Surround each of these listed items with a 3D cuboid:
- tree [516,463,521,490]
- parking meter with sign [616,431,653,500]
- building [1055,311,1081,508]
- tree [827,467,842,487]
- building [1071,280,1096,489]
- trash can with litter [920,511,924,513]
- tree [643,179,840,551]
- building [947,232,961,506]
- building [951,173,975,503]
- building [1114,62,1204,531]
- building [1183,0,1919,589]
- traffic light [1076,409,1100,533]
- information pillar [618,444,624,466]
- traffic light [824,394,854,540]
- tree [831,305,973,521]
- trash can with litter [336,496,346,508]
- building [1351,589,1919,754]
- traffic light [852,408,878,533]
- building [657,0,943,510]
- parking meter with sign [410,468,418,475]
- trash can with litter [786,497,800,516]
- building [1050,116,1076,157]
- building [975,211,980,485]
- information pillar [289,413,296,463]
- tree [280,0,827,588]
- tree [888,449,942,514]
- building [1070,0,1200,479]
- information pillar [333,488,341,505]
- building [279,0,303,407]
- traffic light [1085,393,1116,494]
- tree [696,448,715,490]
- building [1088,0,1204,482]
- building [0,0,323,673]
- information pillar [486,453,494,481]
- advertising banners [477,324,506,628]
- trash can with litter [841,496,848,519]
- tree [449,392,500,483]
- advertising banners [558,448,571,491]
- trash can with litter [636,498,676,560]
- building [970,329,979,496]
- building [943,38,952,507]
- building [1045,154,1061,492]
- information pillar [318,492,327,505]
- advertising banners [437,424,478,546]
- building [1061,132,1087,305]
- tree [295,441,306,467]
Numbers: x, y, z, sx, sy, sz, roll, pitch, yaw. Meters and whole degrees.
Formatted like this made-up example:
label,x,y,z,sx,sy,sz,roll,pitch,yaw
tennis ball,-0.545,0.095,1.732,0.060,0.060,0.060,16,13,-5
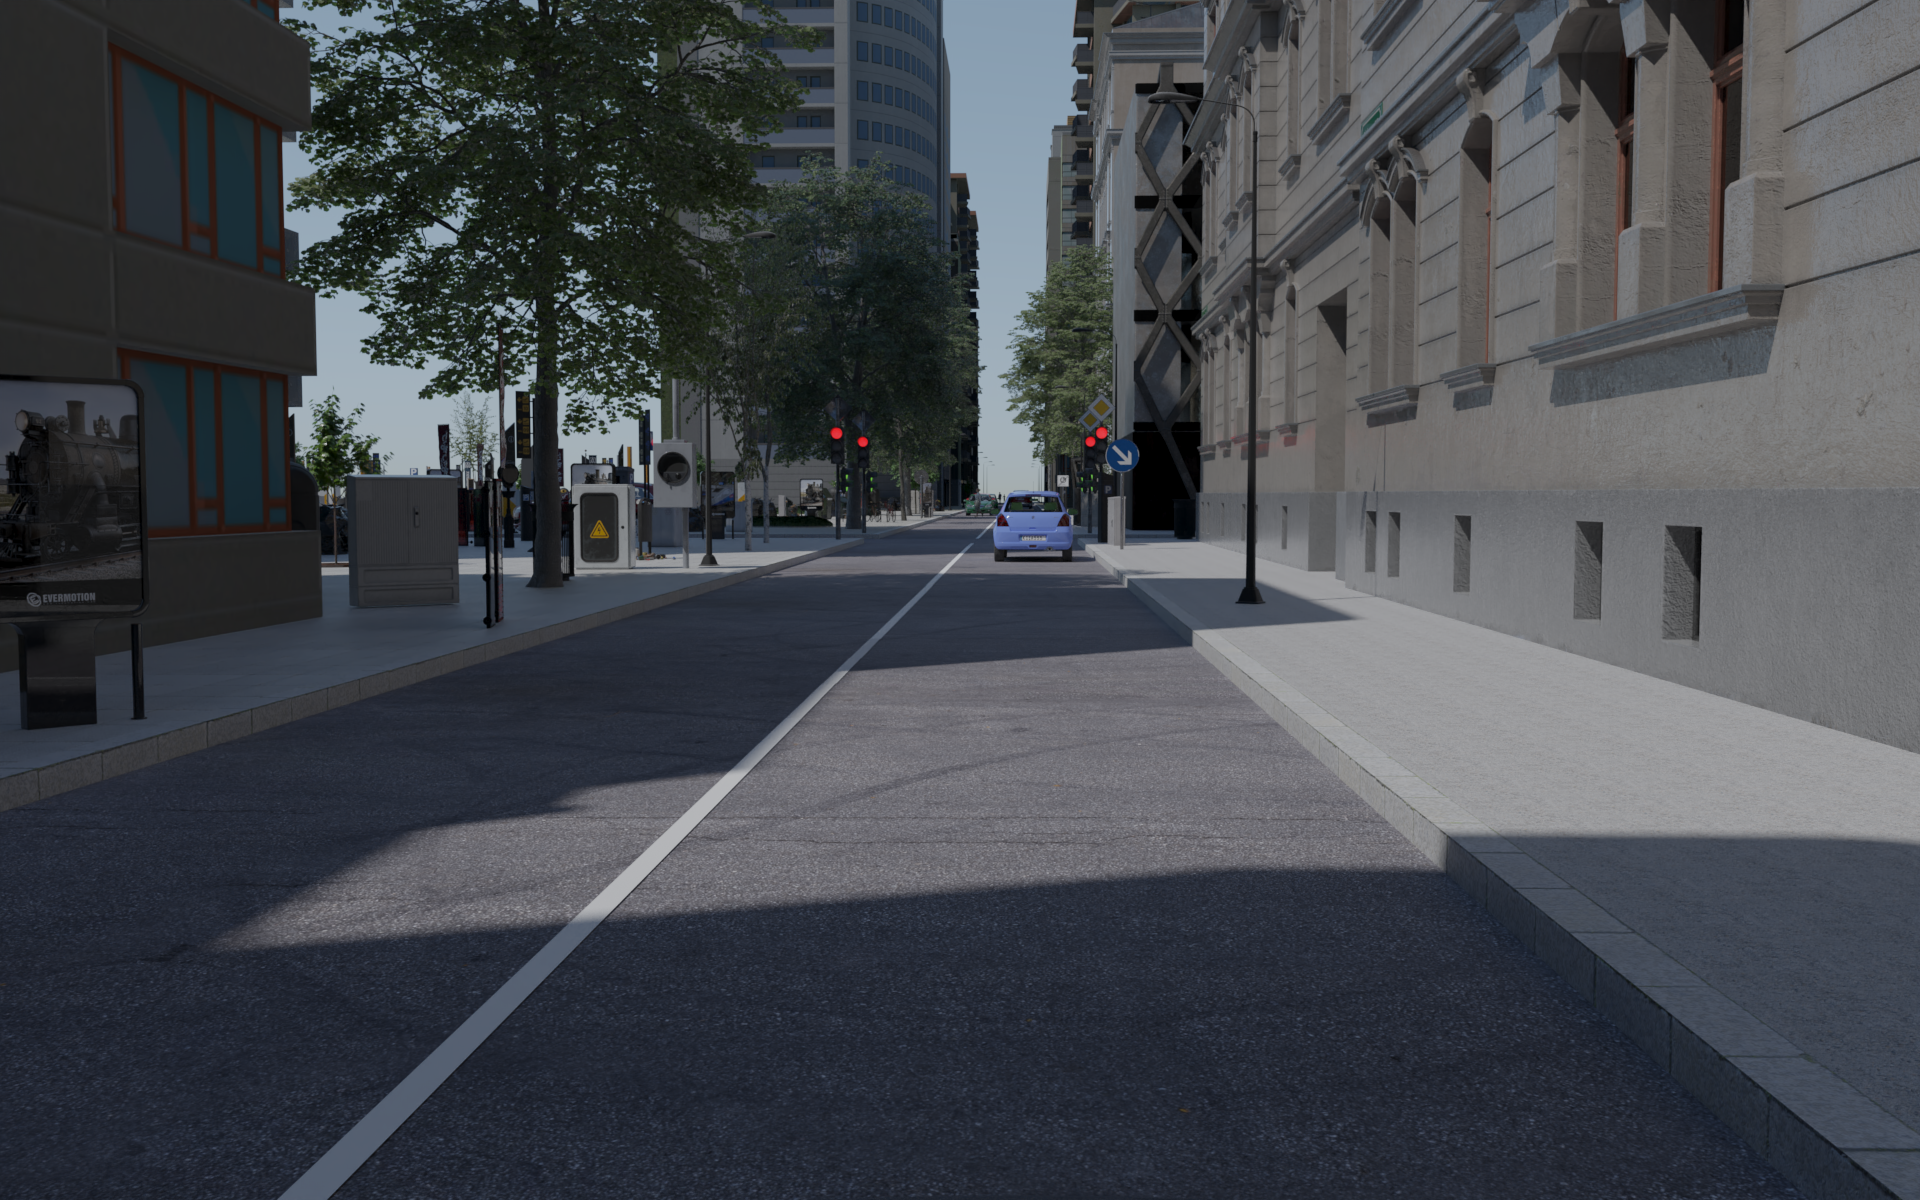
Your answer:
label,x,y,z,sx,sy,sz,roll,pitch,yaw
tree,-25.098,-6.418,99.536,1.663,3.219,1.824,0,3,0
parking meter with sign,-9.408,-3.163,47.971,1.738,3.016,0.543,1,4,11
building,23.855,-20.326,177.369,27.650,21.520,28.899,0,4,2
tree,-8.342,-7.878,123.412,1.663,3.219,1.824,0,3,0
building,16.237,-15.572,122.048,16.820,18.784,16.811,0,4,2
trash can with litter,-3.084,-6.552,118.177,2.233,1.210,1.678,-2,4,-24
tree,-5.003,-5.416,38.907,4.360,8.622,3.978,0,3,0
building,-7.143,-26.066,197.886,14.160,30.474,14.107,0,4,2
building,-9.794,-35.233,230.678,22.147,44.769,28.867,0,4,2
building,14.582,-12.090,65.124,16.811,18.784,16.820,0,4,2
building,12.232,-15.145,35.009,14.401,28.519,23.554,0,4,2
traffic light,4.223,-4.134,56.508,0.839,4.253,0.868,0,4,2
information pillar,-15.829,-5.480,80.952,0.183,3.616,0.504,1,4,11
traffic light,-3.422,-3.661,48.777,0.839,4.253,0.868,0,4,2
tree,-3.025,-9.070,82.712,7.601,10.594,8.767,-1,4,-10
trash can with litter,-28.764,-4.215,79.979,2.233,1.210,1.678,2,4,29
building,11.084,-13.709,11.525,14.401,28.519,23.554,0,4,2
traffic light,-3.134,-4.149,56.757,0.839,4.253,0.868,0,4,2
building,-12.538,-36.947,146.078,21.231,58.520,28.212,0,4,2
parking meter with sign,-36.362,-7.366,116.696,0.543,3.016,1.738,1,4,11
trash can with litter,-8.541,-4.680,87.907,1.055,1.170,0.624,-1,4,-19
building,24.904,-44.876,275.715,21.231,58.520,28.212,0,4,2
building,-8.289,-37.039,260.206,22.147,44.769,28.867,0,4,2
information pillar,-19.507,-3.605,50.292,0.504,3.616,0.183,0,4,5
tree,-5.737,-6.475,23.989,7.486,12.596,7.792,0,3,0
tree,-2.878,-7.799,111.227,4.285,4.588,4.351,0,3,0
building,20.610,-30.117,147.030,22.147,44.769,28.867,0,4,2
information pillar,-36.602,-6.750,101.710,0.183,3.616,0.504,3,4,39
building,-31.746,-25.460,35.886,30.456,49.044,23.786,0,4,2
traffic light,3.935,-3.646,48.528,0.839,4.253,0.868,0,4,2
tree,-16.670,-7.436,105.299,4.285,4.588,4.351,0,3,0
building,14.214,-19.053,97.415,13.634,28.700,20.117,0,4,2
building,-21.000,-9.694,3.538,27.650,21.520,28.899,0,4,2
information pillar,-26.433,-6.516,97.894,0.183,3.616,0.504,0,4,1
advertising banners,-4.654,-1.296,17.372,0.090,3.025,2.074,-1,4,-9
trash can with litter,-5.836,-4.769,89.366,0.624,1.170,1.055,-2,4,-35
tree,-34.324,-10.530,122.531,4.737,8.622,4.395,0,3,0
advertising banners,-14.666,-4.285,66.250,2.074,3.025,0.090,-3,4,-37
trash can with litter,-6.394,-1.394,33.844,1.678,1.210,2.233,1,4,10
building,-4.200,-31.208,281.956,14.160,30.474,14.107,0,4,2
building,-8.106,-31.698,168.373,14.600,45.320,14.200,0,4,2
building,22.518,-37.480,236.498,21.300,48.544,21.600,0,4,2
information pillar,-34.290,-6.218,93.025,0.504,3.616,0.183,-1,4,-9
advertising banners,-12.296,-2.849,42.763,2.074,3.025,0.090,3,5,41
building,18.502,-31.488,198.426,14.154,41.232,14.086,0,4,2
tree,-35.231,-6.452,89.209,4.285,4.588,4.351,0,3,0
